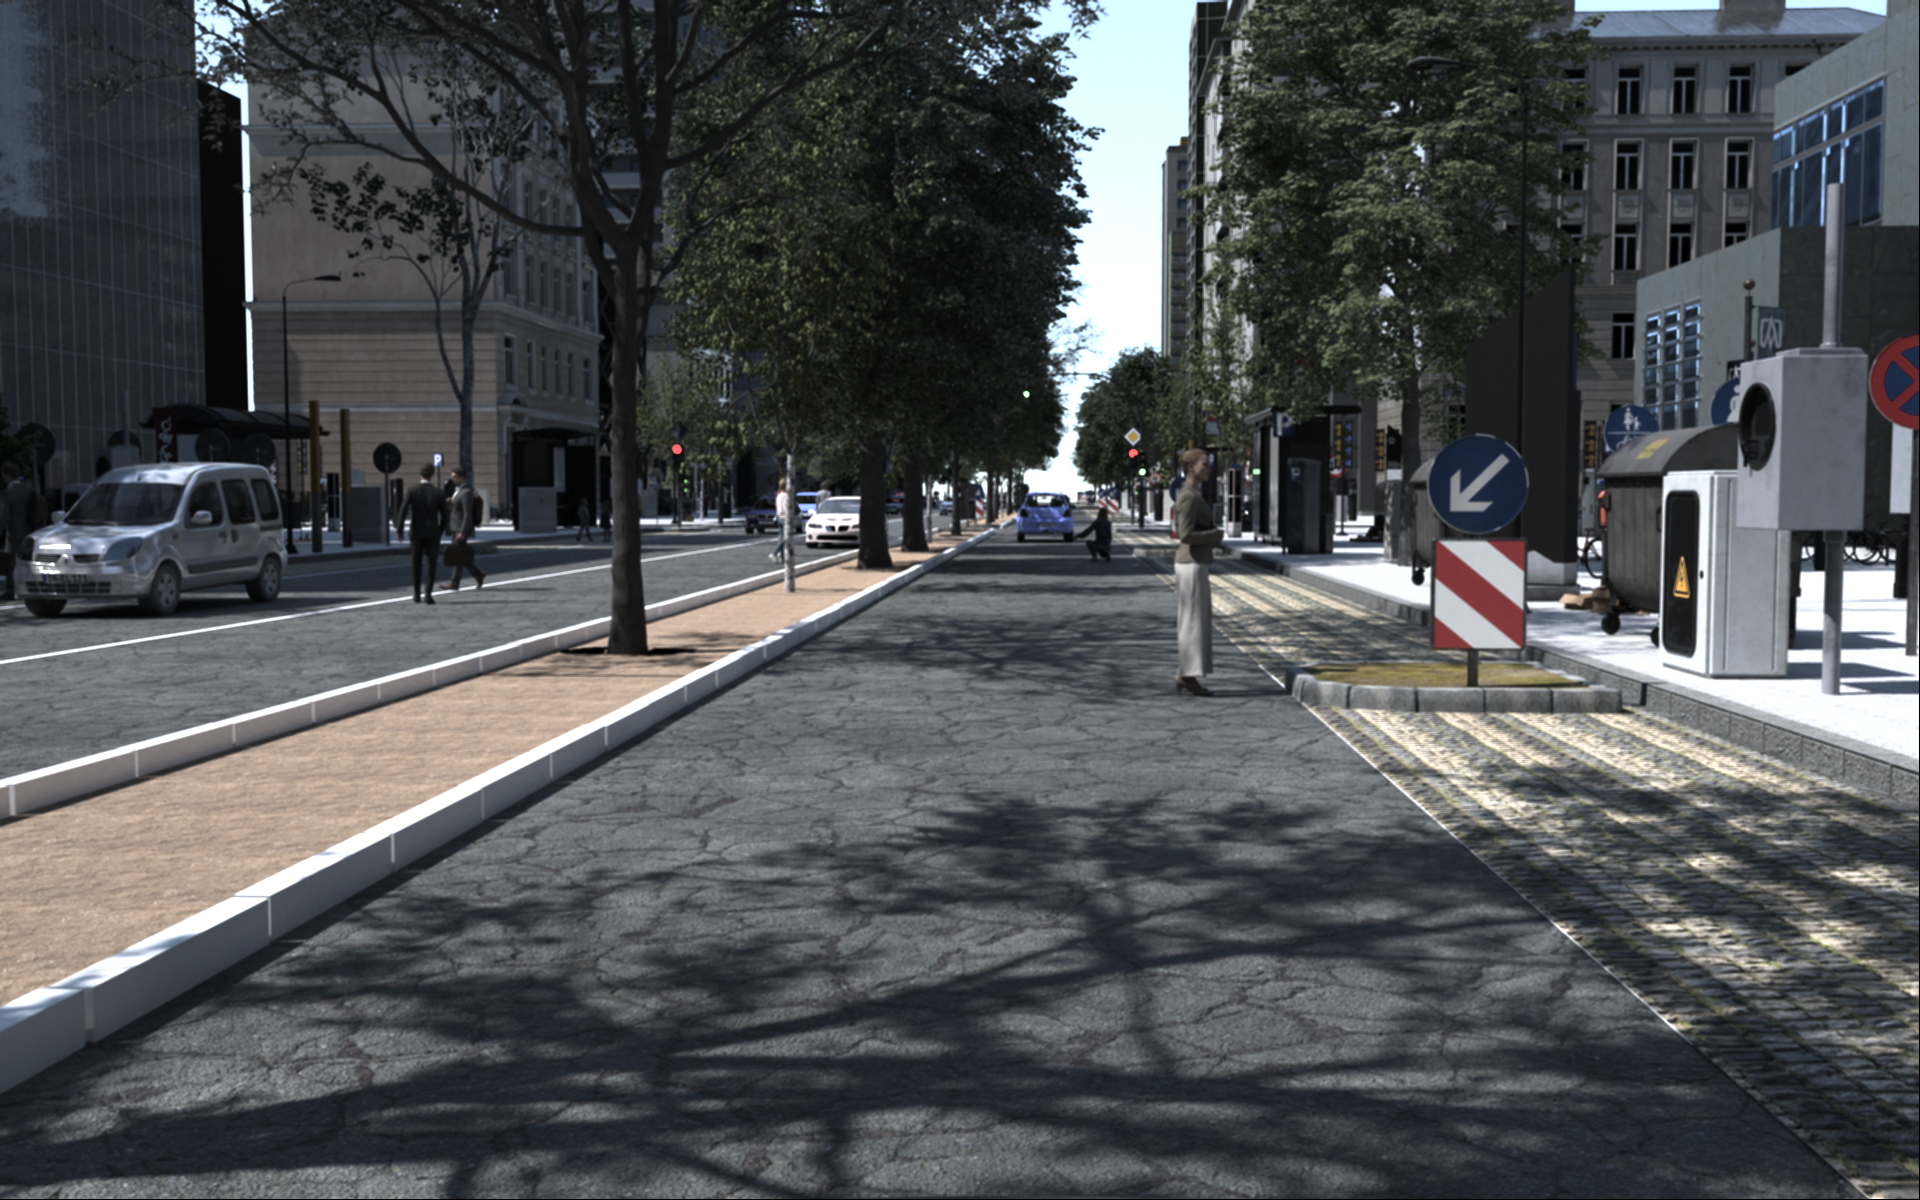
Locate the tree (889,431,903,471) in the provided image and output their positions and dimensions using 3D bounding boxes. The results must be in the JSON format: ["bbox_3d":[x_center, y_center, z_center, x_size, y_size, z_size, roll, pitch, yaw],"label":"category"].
[{"bbox_3d":[-4.557,-18.439,219.600,7.486,12.596,7.792,0,3,0],"label":"tree"}]

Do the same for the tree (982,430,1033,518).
[{"bbox_3d":[2.504,-9.175,102.838,4.360,8.622,3.978,0,3,0],"label":"tree"}]

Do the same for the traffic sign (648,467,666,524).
[{"bbox_3d":[-12.902,-4.439,73.757,0.795,2.450,0.064,0,4,6],"label":"traffic sign"}]

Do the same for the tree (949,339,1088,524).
[{"bbox_3d":[1.286,-8.731,79.617,8.767,10.594,7.601,0,4,3],"label":"tree"}]

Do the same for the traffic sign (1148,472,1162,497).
[{"bbox_3d":[11.181,-6.065,99.270,0.768,2.556,0.104,1,4,10],"label":"traffic sign"}]

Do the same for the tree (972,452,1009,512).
[{"bbox_3d":[-0.923,-5.983,50.643,4.737,8.622,4.395,0,3,0],"label":"tree"}]

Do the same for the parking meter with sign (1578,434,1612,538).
[{"bbox_3d":[18.676,-3.345,50.957,0.543,3.016,1.738,-1,4,-10],"label":"parking meter with sign"}]

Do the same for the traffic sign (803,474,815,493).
[{"bbox_3d":[-9.827,-6.878,112.553,0.768,2.556,0.104,1,4,10],"label":"traffic sign"}]

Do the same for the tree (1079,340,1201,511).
[{"bbox_3d":[13.625,-12.960,128.900,9.611,12.733,9.660,0,3,0],"label":"tree"}]

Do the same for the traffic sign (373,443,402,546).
[{"bbox_3d":[-14.207,-2.621,42.957,0.768,2.556,0.104,1,4,11],"label":"traffic sign"}]

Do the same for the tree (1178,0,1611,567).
[{"bbox_3d":[7.582,-6.869,30.439,7.486,12.596,7.792,0,3,0],"label":"tree"}]

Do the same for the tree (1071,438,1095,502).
[{"bbox_3d":[21.447,-21.332,274.534,9.928,11.665,9.643,0,3,0],"label":"tree"}]

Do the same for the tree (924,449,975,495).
[{"bbox_3d":[-1.752,-21.420,267.226,9.611,12.733,9.660,0,3,0],"label":"tree"}]

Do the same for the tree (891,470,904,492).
[{"bbox_3d":[-5.918,-12.640,190.377,4.285,4.588,4.351,0,3,0],"label":"tree"}]

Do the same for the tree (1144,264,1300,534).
[{"bbox_3d":[8.681,-6.421,55.350,4.737,8.622,4.395,0,3,0],"label":"tree"}]

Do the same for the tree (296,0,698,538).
[{"bbox_3d":[-13.812,-11.988,51.898,12.611,20.169,13.585,0,3,0],"label":"tree"}]

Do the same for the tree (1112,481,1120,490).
[{"bbox_3d":[15.471,-10.406,164.741,1.663,3.219,1.824,0,3,0],"label":"tree"}]

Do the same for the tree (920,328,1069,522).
[{"bbox_3d":[1.613,-10.189,87.179,7.486,12.596,7.792,0,3,0],"label":"tree"}]

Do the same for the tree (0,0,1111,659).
[{"bbox_3d":[-3.001,-6.265,15.264,12.009,13.543,11.850,0,3,0],"label":"tree"}]

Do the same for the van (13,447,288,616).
[{"bbox_3d":[-10.063,-0.900,21.728,2.013,2.044,4.112,0,4,4],"label":"van"}]

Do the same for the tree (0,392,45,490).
[{"bbox_3d":[-15.778,-2.064,28.345,1.663,3.219,1.824,0,3,0],"label":"tree"}]

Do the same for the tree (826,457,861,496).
[{"bbox_3d":[-9.256,-9.621,141.012,4.285,4.588,4.351,0,3,0],"label":"tree"}]

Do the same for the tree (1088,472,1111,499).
[{"bbox_3d":[17.740,-16.609,205.966,7.601,10.594,8.767,2,4,24],"label":"tree"}]

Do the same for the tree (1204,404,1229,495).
[{"bbox_3d":[20.647,-11.409,136.894,4.360,8.622,3.978,0,3,0],"label":"tree"}]

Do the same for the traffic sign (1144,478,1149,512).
[{"bbox_3d":[11.151,-6.270,104.649,0.606,2.300,0.079,1,4,8],"label":"traffic sign"}]

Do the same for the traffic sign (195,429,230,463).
[{"bbox_3d":[-14.596,-2.061,33.809,0.768,2.556,0.104,1,4,12],"label":"traffic sign"}]

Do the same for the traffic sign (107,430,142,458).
[{"bbox_3d":[-16.557,-2.093,34.322,0.768,2.556,0.104,1,4,10],"label":"traffic sign"}]

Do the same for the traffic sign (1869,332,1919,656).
[{"bbox_3d":[7.560,-0.831,13.688,0.768,2.556,0.104,1,4,13],"label":"traffic sign"}]

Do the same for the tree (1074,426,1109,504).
[{"bbox_3d":[19.499,-19.824,242.254,7.486,12.596,7.792,0,3,0],"label":"tree"}]

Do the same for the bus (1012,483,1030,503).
[{"bbox_3d":[10.489,-18.375,295.288,2.948,3.499,13.247,0,4,4],"label":"bus"}]

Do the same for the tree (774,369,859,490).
[{"bbox_3d":[-10.241,-12.930,129.528,7.486,12.596,7.792,0,3,0],"label":"tree"}]

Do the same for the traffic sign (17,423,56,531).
[{"bbox_3d":[-16.505,-1.884,30.912,0.768,2.556,0.104,0,4,4],"label":"traffic sign"}]

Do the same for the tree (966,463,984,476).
[{"bbox_3d":[0.807,-22.865,299.594,9.928,11.665,9.643,0,3,0],"label":"tree"}]

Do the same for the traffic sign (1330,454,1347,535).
[{"bbox_3d":[11.861,-3.346,54.808,0.768,2.556,0.104,0,4,5],"label":"traffic sign"}]

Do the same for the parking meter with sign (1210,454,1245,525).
[{"bbox_3d":[11.416,-4.624,71.859,1.738,3.016,0.543,0,4,1],"label":"parking meter with sign"}]

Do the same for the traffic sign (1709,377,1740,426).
[{"bbox_3d":[8.484,-1.141,18.761,0.768,2.556,0.104,1,4,9],"label":"traffic sign"}]

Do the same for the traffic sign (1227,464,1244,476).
[{"bbox_3d":[11.476,-4.418,72.340,0.768,2.556,0.104,0,4,5],"label":"traffic sign"}]

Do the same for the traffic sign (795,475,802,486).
[{"bbox_3d":[-11.149,-7.203,117.769,0.884,2.594,0.081,1,4,9],"label":"traffic sign"}]

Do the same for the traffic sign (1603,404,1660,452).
[{"bbox_3d":[9.535,-1.503,24.683,0.768,2.556,0.104,0,4,7],"label":"traffic sign"}]

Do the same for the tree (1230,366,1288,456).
[{"bbox_3d":[18.235,-9.150,99.971,4.360,8.622,3.978,0,3,0],"label":"tree"}]

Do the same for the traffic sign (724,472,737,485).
[{"bbox_3d":[-13.216,-6.092,99.714,0.768,2.556,0.104,1,4,12],"label":"traffic sign"}]

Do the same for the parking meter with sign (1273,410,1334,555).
[{"bbox_3d":[7.364,-2.486,36.913,0.543,3.016,1.738,3,5,42],"label":"parking meter with sign"}]

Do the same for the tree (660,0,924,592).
[{"bbox_3d":[-2.499,-4.422,25.117,4.737,8.622,4.395,0,3,0],"label":"tree"}]

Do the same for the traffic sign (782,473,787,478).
[{"bbox_3d":[-10.330,-6.348,103.902,0.768,2.556,0.104,0,4,5],"label":"traffic sign"}]

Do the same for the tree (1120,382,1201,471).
[{"bbox_3d":[12.659,-9.900,112.226,4.360,8.622,3.978,0,3,0],"label":"tree"}]

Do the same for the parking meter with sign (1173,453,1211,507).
[{"bbox_3d":[10.075,-4.814,74.971,1.738,3.016,0.543,2,4,32],"label":"parking meter with sign"}]

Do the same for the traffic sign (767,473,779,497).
[{"bbox_3d":[-11.486,-6.487,106.171,0.768,2.556,0.104,1,4,12],"label":"traffic sign"}]

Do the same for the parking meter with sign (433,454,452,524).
[{"bbox_3d":[-22.152,-4.865,75.796,0.543,3.016,1.738,2,4,32],"label":"parking meter with sign"}]

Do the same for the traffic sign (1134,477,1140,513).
[{"bbox_3d":[12.178,-7.260,118.800,0.768,2.556,0.104,1,4,12],"label":"traffic sign"}]

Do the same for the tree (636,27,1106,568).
[{"bbox_3d":[-1.657,-7.588,33.173,9.857,13.997,8.962,0,3,0],"label":"tree"}]

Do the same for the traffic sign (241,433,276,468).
[{"bbox_3d":[-14.700,-2.214,36.301,0.768,2.556,0.104,0,4,7],"label":"traffic sign"}]

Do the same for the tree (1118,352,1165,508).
[{"bbox_3d":[14.595,-15.179,154.827,9.857,13.997,8.962,0,3,0],"label":"tree"}]

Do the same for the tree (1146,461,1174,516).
[{"bbox_3d":[11.701,-6.484,100.607,1.663,3.219,1.824,0,3,0],"label":"tree"}]

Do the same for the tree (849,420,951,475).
[{"bbox_3d":[-7.274,-14.473,162.390,9.928,11.665,9.643,0,3,0],"label":"tree"}]
